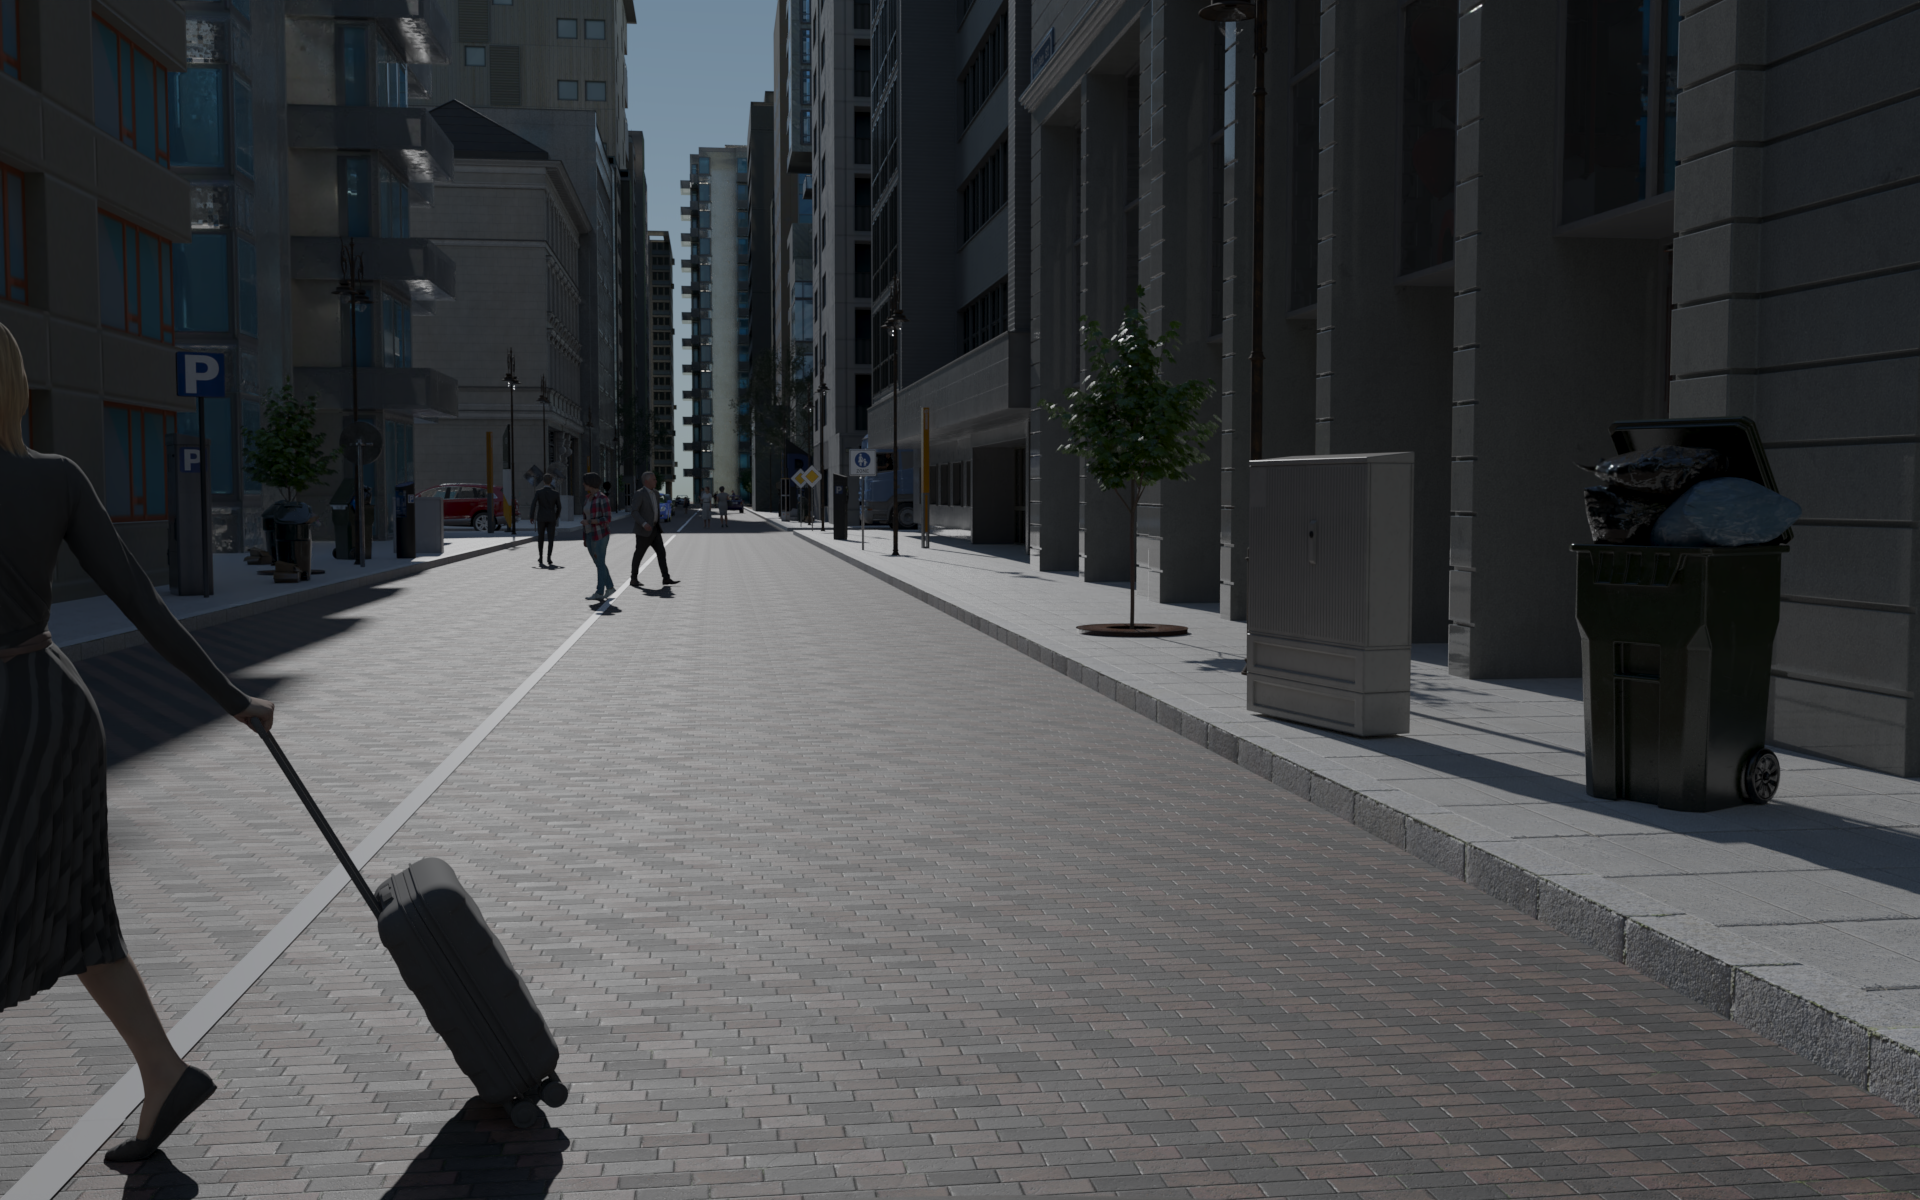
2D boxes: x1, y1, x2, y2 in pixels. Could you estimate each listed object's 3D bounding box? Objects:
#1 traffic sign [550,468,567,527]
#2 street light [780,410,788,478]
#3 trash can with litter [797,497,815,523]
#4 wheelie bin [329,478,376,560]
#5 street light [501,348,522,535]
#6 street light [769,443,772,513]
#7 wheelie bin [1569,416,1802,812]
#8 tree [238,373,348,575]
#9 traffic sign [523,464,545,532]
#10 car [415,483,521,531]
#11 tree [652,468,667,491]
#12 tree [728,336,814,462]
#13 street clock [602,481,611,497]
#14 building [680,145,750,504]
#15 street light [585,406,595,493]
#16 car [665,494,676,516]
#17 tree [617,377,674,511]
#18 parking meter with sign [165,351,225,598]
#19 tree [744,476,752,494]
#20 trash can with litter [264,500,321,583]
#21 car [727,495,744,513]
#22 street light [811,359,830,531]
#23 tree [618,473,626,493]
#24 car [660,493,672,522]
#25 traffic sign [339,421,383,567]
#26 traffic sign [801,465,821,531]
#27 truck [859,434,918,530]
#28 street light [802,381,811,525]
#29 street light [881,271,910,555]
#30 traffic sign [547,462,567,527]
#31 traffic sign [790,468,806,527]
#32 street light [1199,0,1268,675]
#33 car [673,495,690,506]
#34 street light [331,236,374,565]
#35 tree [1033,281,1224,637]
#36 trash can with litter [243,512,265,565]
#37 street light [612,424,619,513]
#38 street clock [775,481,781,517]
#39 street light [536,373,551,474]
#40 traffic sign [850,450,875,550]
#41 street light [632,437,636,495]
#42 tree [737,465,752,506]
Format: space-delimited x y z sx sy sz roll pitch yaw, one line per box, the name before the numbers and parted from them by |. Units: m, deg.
traffic sign | -15.481 -3.841 66.437 0.795 2.450 0.064 0 4 -8
street light | -9.615 -7.471 94.933 0.468 5.910 1.993 0 4 -8
trash can with litter | -6.833 -4.035 77.362 0.624 1.170 1.055 -3 4 -38
wheelie bin | -11.943 -1.601 34.078 0.980 1.594 0.693 3 4 38
street light | -14.128 -5.008 54.675 0.468 5.910 1.993 0 4 -8
street light | -12.934 -8.900 118.296 0.468 5.910 1.993 0 4 -8
wheelie bin | 3.007 0.042 7.220 0.693 1.594 0.980 -3 4 -36
tree | -10.648 -2.032 27.818 1.663 3.219 1.824 0 3 0
traffic sign | -14.362 -3.357 58.531 0.795 2.450 0.064 0 4 -8
car | -18.589 -3.293 62.515 5.304 1.827 2.281 0 4 -7
tree | -38.310 -14.285 217.273 4.285 4.588 4.351 0 3 0
tree | -9.677 -10.215 101.433 8.767 10.594 7.601 0 4 4
street clock | -20.222 -5.791 99.248 0.471 2.002 0.358 -2 4 -24
building | -22.776 -37.828 238.097 30.456 49.044 23.786 0 4 -8
street light | -19.354 -7.212 90.709 0.468 5.910 1.993 0 4 -8
car | -19.830 -6.287 114.588 2.131 1.459 4.920 0 4 -7
tree | -25.881 -12.042 131.300 8.767 10.594 7.601 0 4 -8
parking meter with sign | -9.798 -1.578 22.055 0.543 3.016 1.738 -2 4 -34
tree | -22.126 -11.581 183.949 1.663 3.219 1.824 0 3 0
trash can with litter | -9.728 -0.853 25.339 0.624 1.170 1.055 -1 4 -14
car | -17.158 -7.191 130.148 1.945 1.354 3.894 -1 4 -9
street light | -4.720 -5.301 59.466 0.468 5.910 1.993 0 4 -8
tree | -26.936 -8.680 136.524 1.663 3.219 1.824 0 3 0
car | -15.664 -4.819 88.386 1.945 1.707 3.694 0 4 -7
traffic sign | -10.480 -1.847 30.310 0.768 2.556 0.104 0 4 1
traffic sign | -5.106 -3.436 59.815 0.795 2.450 0.064 0 4 -8
truck | 4.876 -4.671 66.131 18.799 4.110 2.967 -1 4 -9
street light | -6.192 -6.011 71.072 0.468 5.910 1.993 0 4 -8
street light | -1.349 -3.873 36.110 0.468 5.910 1.993 0 4 -8
traffic sign | -15.817 -4.155 68.041 0.768 2.556 0.104 0 4 -4
traffic sign | -6.225 -3.919 67.722 0.795 2.450 0.064 0 4 -8
street light | 2.089 -2.406 12.131 0.468 5.910 1.993 0 4 -8
car | -32.380 -11.574 201.813 1.945 1.354 3.894 0 4 -7
street light | -10.928 -3.578 31.295 0.468 5.910 1.993 0 4 -8
tree | 1.624 -1.296 15.797 1.663 3.219 1.824 0 3 0
trash can with litter | -12.576 -1.243 31.708 0.624 1.170 1.055 1 4 17
street light | -22.818 -8.696 114.965 0.468 5.910 1.993 0 4 -8
street clock | -10.022 -5.624 96.517 0.471 2.002 0.358 0 4 8
street light | -15.963 -5.734 66.543 0.468 5.910 1.993 0 4 -8
traffic sign | -2.217 -2.285 39.488 0.606 2.300 0.079 0 4 -2
street light | -26.098 -10.125 138.333 0.468 5.910 1.993 0 4 -8
tree | -23.078 -12.737 191.971 4.285 4.588 4.351 0 3 0
